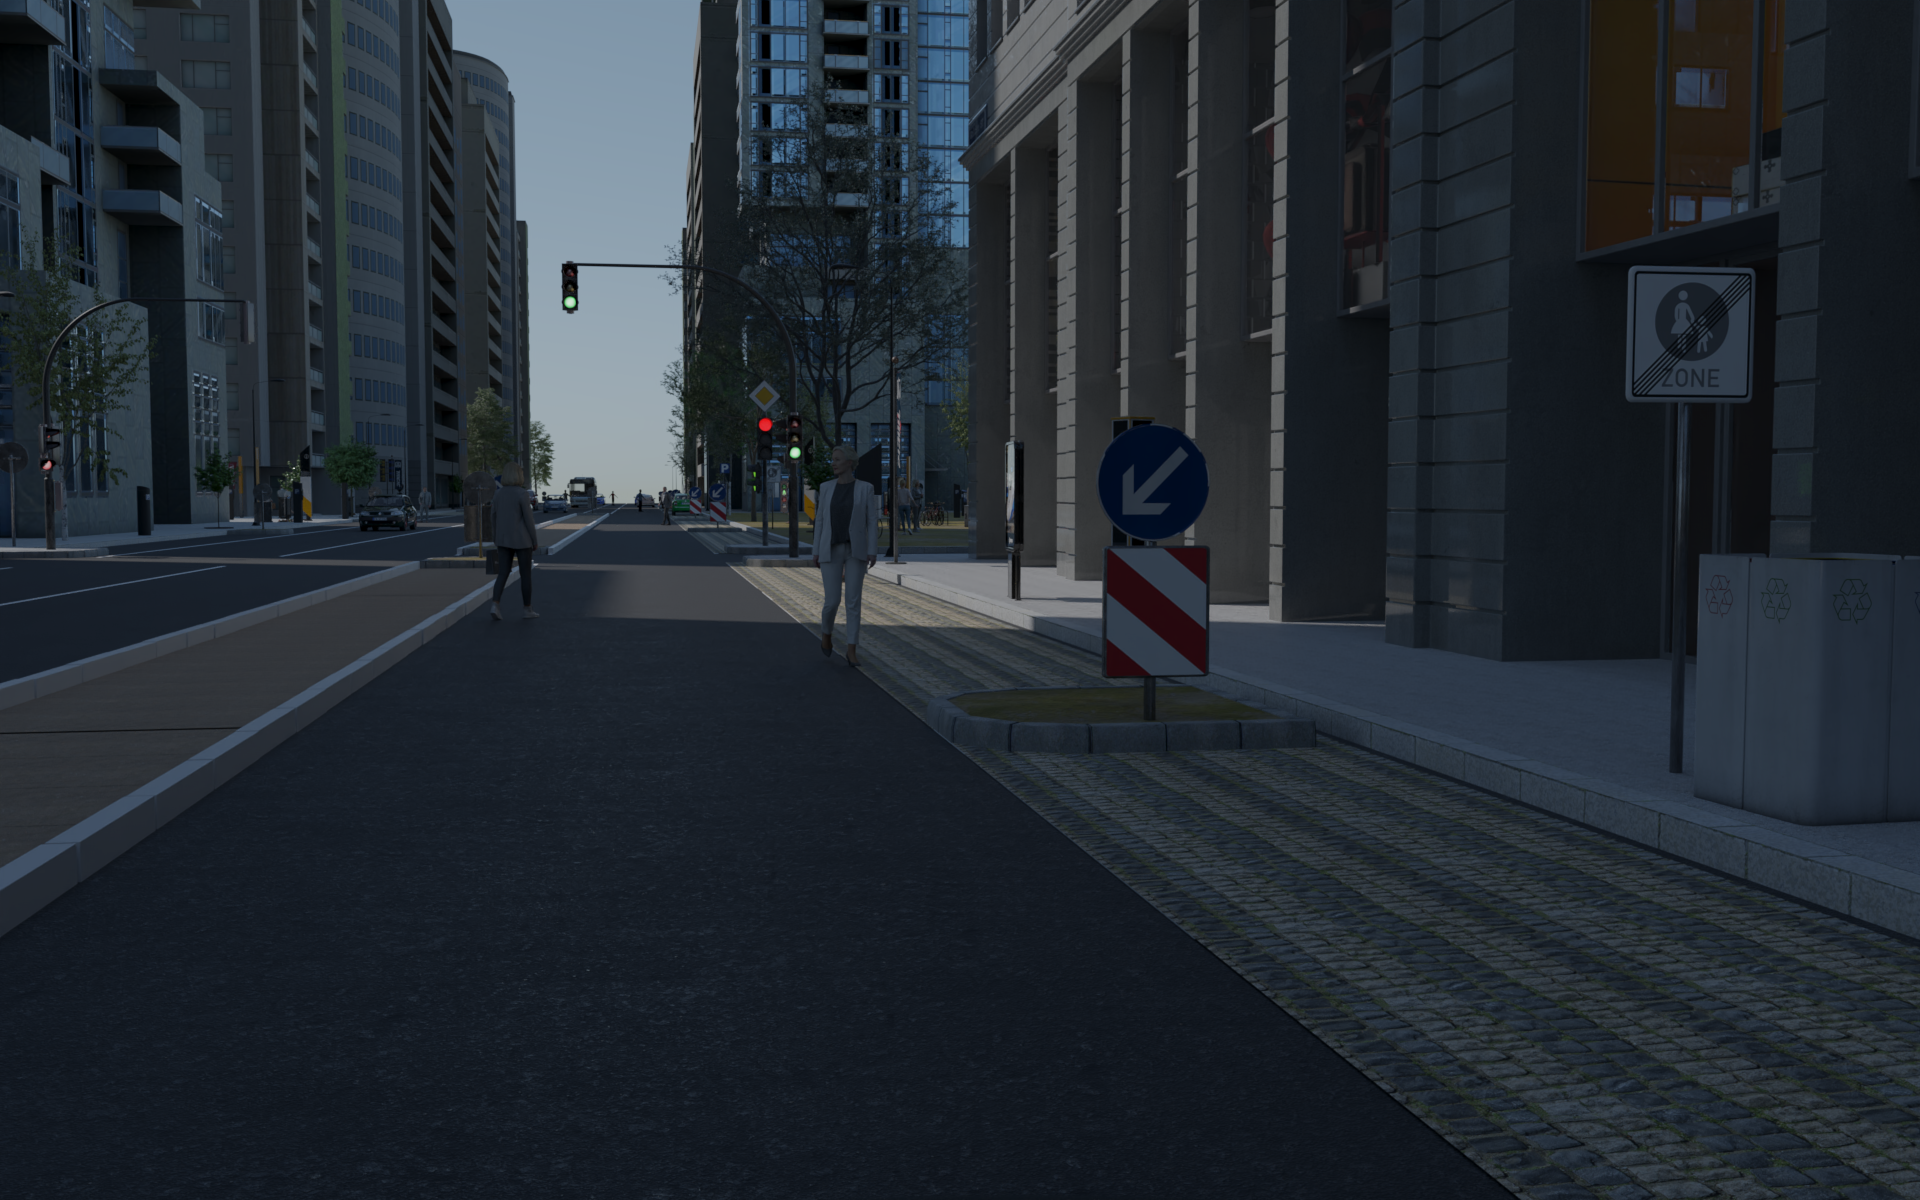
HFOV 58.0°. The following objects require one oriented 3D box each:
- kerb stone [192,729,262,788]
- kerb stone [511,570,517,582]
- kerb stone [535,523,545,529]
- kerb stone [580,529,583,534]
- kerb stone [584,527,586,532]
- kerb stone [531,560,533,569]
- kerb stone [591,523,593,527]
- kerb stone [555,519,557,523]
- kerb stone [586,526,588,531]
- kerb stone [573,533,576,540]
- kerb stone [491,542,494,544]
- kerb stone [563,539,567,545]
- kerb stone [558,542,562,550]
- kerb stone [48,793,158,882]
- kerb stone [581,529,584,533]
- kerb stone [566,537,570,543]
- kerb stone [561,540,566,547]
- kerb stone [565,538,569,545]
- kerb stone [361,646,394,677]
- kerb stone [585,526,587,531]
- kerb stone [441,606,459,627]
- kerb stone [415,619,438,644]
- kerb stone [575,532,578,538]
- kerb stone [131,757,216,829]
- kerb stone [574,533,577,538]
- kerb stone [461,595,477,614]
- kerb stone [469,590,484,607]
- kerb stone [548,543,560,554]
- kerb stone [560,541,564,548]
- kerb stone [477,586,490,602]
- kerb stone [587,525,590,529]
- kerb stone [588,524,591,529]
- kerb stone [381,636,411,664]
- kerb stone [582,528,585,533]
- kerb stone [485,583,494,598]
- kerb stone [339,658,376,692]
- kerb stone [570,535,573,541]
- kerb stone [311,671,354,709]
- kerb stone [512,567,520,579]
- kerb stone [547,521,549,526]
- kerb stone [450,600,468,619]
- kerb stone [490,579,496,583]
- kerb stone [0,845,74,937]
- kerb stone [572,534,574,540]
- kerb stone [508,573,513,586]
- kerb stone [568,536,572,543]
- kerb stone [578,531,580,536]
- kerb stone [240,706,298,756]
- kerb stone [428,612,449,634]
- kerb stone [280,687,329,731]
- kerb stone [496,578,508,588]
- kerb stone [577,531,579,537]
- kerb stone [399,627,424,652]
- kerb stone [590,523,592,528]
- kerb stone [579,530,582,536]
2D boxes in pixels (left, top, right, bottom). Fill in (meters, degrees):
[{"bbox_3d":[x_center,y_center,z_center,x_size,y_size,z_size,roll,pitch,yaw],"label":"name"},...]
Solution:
[{"bbox_3d":[-3.764,0.816,8.881,0.120,0.150,1.000,-1,4,-10],"label":"kerb stone"},{"bbox_3d":[-7.305,-0.355,28.023,0.120,0.150,1.000,-1,4,-10],"label":"kerb stone"},{"bbox_3d":[-17.842,-3.142,73.575,0.120,0.150,1.000,-1,4,-10],"label":"kerb stone"},{"bbox_3d":[-12.975,-2.239,58.803,0.120,0.150,1.000,-1,4,-10],"label":"kerb stone"},{"bbox_3d":[-13.727,-2.480,62.837,0.120,0.150,1.000,-1,4,-10],"label":"kerb stone"},{"bbox_3d":[-8.046,-0.600,32.061,0.120,0.150,1.000,-1,4,-10],"label":"kerb stone"},{"bbox_3d":[-15.211,-2.979,70.909,0.120,0.150,1.000,-1,4,-10],"label":"kerb stone"},{"bbox_3d":[-19.695,-3.753,83.646,0.120,0.150,1.000,-1,4,-10],"label":"kerb stone"},{"bbox_3d":[-14.096,-2.609,64.849,0.120,0.150,1.000,-1,4,-10],"label":"kerb stone"},{"bbox_3d":[-11.859,-1.869,52.750,0.120,0.150,1.000,-1,4,-10],"label":"kerb stone"},{"bbox_3d":[-13.191,-1.601,48.371,0.120,0.150,1.000,-1,4,-10],"label":"kerb stone"},{"bbox_3d":[-10.748,-1.494,46.701,0.120,0.150,1.000,-1,4,-10],"label":"kerb stone"},{"bbox_3d":[-10.185,-1.313,43.671,0.120,0.150,1.000,-1,4,-10],"label":"kerb stone"},{"bbox_3d":[-3.394,0.938,6.868,0.120,0.150,1.000,-1,4,-10],"label":"kerb stone"},{"bbox_3d":[-13.164,-2.301,59.822,0.120,0.150,1.000,-1,4,-10],"label":"kerb stone"},{"bbox_3d":[-11.118,-1.622,48.717,0.120,0.150,1.000,-1,4,-10],"label":"kerb stone"},{"bbox_3d":[-10.555,-1.435,45.696,0.120,0.150,1.000,-1,4,-10],"label":"kerb stone"},{"bbox_3d":[-10.930,-1.561,47.712,0.120,0.150,1.000,-1,4,-10],"label":"kerb stone"},{"bbox_3d":[-4.698,0.507,13.911,0.120,0.150,1.000,-1,4,-10],"label":"kerb stone"},{"bbox_3d":[-13.912,-2.547,63.841,0.120,0.150,1.000,-1,4,-10],"label":"kerb stone"},{"bbox_3d":[-5.620,0.203,18.946,0.120,0.150,1.000,-1,4,-10],"label":"kerb stone"},{"bbox_3d":[-5.248,0.322,16.931,0.120,0.150,1.000,-1,4,-10],"label":"kerb stone"},{"bbox_3d":[-12.229,-1.992,54.761,0.120,0.150,1.000,-1,4,-10],"label":"kerb stone"},{"bbox_3d":[-3.579,0.878,7.875,0.120,0.150,1.000,-1,4,-10],"label":"kerb stone"},{"bbox_3d":[-12.051,-1.930,53.755,0.120,0.150,1.000,-1,4,-10],"label":"kerb stone"},{"bbox_3d":[-5.988,0.077,20.963,0.120,0.150,1.000,-1,4,-10],"label":"kerb stone"},{"bbox_3d":[-6.181,0.014,21.971,0.120,0.150,1.000,-1,4,-10],"label":"kerb stone"},{"bbox_3d":[-10.001,-1.251,42.665,0.120,0.150,1.000,-1,4,-10],"label":"kerb stone"},{"bbox_3d":[-10.366,-1.371,44.683,0.120,0.150,1.000,-1,4,-10],"label":"kerb stone"},{"bbox_3d":[-6.374,-0.048,22.982,0.120,0.150,1.000,-1,4,-10],"label":"kerb stone"},{"bbox_3d":[-14.474,-2.732,66.868,0.120,0.150,1.000,-1,4,-10],"label":"kerb stone"},{"bbox_3d":[-14.647,-2.788,67.875,0.120,0.150,1.000,-1,4,-10],"label":"kerb stone"},{"bbox_3d":[-4.885,0.445,14.919,0.120,0.150,1.000,-1,4,-10],"label":"kerb stone"},{"bbox_3d":[-13.350,-2.356,60.828,0.120,0.150,1.000,-1,4,-10],"label":"kerb stone"},{"bbox_3d":[-6.549,-0.106,23.990,0.120,0.150,1.000,-1,4,-10],"label":"kerb stone"},{"bbox_3d":[-4.514,0.572,12.905,0.120,0.150,1.000,-1,4,-10],"label":"kerb stone"},{"bbox_3d":[-11.487,-1.742,50.727,0.120,0.150,1.000,-1,4,-10],"label":"kerb stone"},{"bbox_3d":[-4.329,0.630,11.899,0.120,0.150,1.000,-1,4,-10],"label":"kerb stone"},{"bbox_3d":[-7.485,-0.418,29.030,0.120,0.150,1.000,-1,4,-10],"label":"kerb stone"},{"bbox_3d":[-18.395,-3.328,76.607,0.120,0.150,1.000,-1,4,-10],"label":"kerb stone"},{"bbox_3d":[-5.814,0.137,19.949,0.120,0.150,1.000,-1,4,-10],"label":"kerb stone"},{"bbox_3d":[-6.738,-0.172,25.000,0.120,0.150,1.000,-1,4,-10],"label":"kerb stone"},{"bbox_3d":[-3.213,0.999,5.862,0.120,0.150,1.000,-1,4,-10],"label":"kerb stone"},{"bbox_3d":[-11.673,-1.806,51.733,0.120,0.150,1.000,-1,4,-10],"label":"kerb stone"},{"bbox_3d":[-7.111,-0.294,27.012,0.120,0.150,1.000,-1,4,-10],"label":"kerb stone"},{"bbox_3d":[-11.304,-1.684,49.722,0.120,0.150,1.000,-1,4,-10],"label":"kerb stone"},{"bbox_3d":[-12.606,-2.116,56.785,0.120,0.150,1.000,-1,4,-10],"label":"kerb stone"},{"bbox_3d":[-3.955,0.754,9.885,0.120,0.150,1.000,-1,4,-10],"label":"kerb stone"},{"bbox_3d":[-5.442,0.260,17.939,0.120,0.150,1.000,-1,4,-10],"label":"kerb stone"},{"bbox_3d":[-4.136,0.691,10.891,0.120,0.150,1.000,-1,4,-10],"label":"kerb stone"},{"bbox_3d":[-6.925,-0.233,26.005,0.120,0.150,1.000,-1,4,-10],"label":"kerb stone"},{"bbox_3d":[-12.420,-2.054,55.776,0.120,0.150,1.000,-1,4,-10],"label":"kerb stone"},{"bbox_3d":[-5.076,0.388,15.924,0.120,0.150,1.000,-1,4,-10],"label":"kerb stone"},{"bbox_3d":[-15.024,-2.917,69.896,0.120,0.150,1.000,-1,4,-10],"label":"kerb stone"},{"bbox_3d":[-12.791,-2.177,57.793,0.120,0.150,1.000,-1,4,-10],"label":"kerb stone"}]
